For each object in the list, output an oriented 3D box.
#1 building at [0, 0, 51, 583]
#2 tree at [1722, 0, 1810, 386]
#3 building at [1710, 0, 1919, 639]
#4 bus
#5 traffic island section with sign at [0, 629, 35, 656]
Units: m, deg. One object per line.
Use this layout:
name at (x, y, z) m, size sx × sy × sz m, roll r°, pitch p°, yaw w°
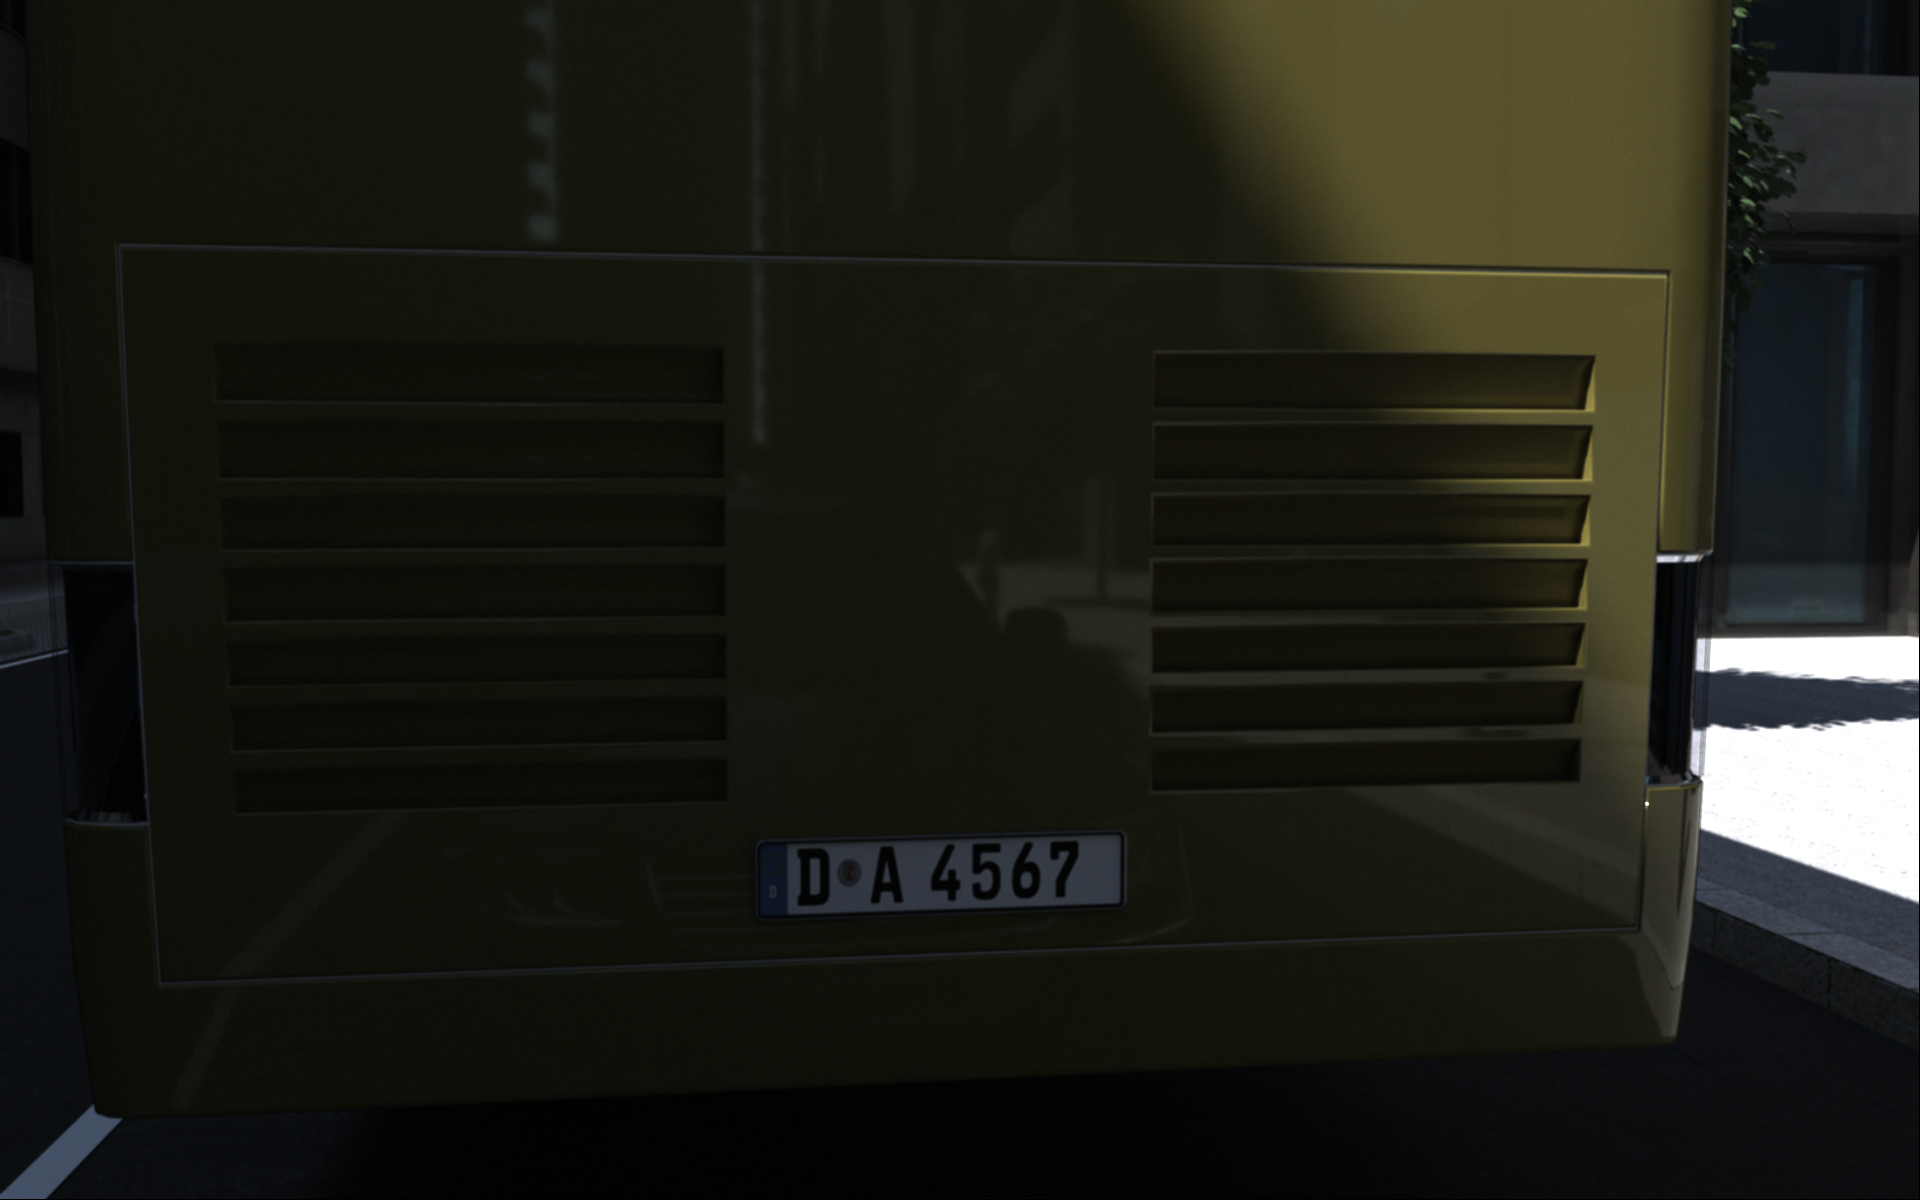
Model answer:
building at (-17.720, -11.882, 13.342) m, size 14.314 × 24.678 × 30.058 m, roll 0°, pitch 4°, yaw -8°
tree at (3.100, -1.598, 9.845) m, size 4.285 × 4.588 × 4.351 m, roll 0°, pitch 3°, yaw 0°
building at (11.429, -24.949, 27.530) m, size 23.786 × 49.044 × 30.456 m, roll 0°, pitch 4°, yaw -8°
bus at (-0.880, -1.038, 8.524) m, size 2.896 × 3.916 × 12.252 m, roll 0°, pitch 4°, yaw -8°
traffic island section with sign at (-9.457, -0.410, 15.334) m, size 1.989 × 1.847 × 2.006 m, roll 0°, pitch 4°, yaw -8°
